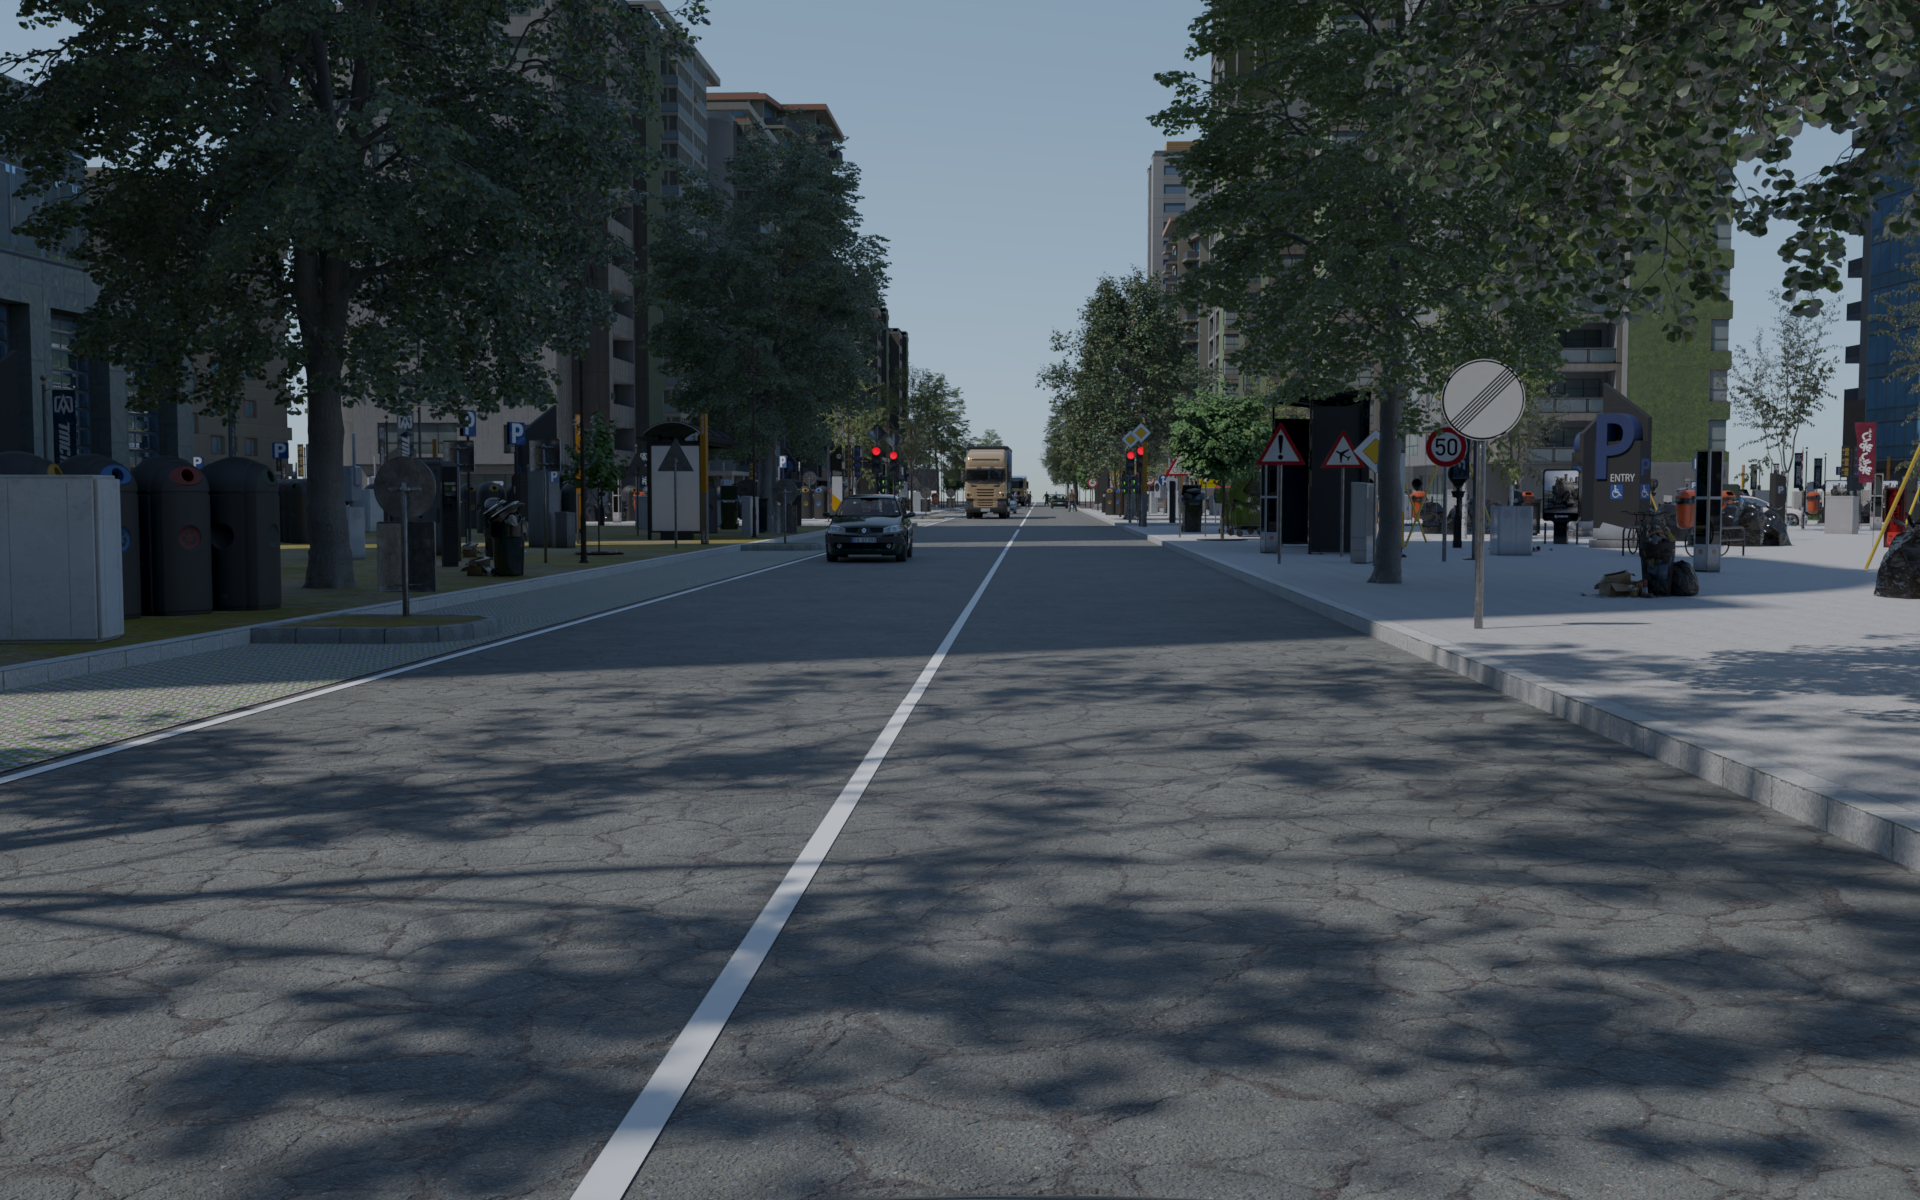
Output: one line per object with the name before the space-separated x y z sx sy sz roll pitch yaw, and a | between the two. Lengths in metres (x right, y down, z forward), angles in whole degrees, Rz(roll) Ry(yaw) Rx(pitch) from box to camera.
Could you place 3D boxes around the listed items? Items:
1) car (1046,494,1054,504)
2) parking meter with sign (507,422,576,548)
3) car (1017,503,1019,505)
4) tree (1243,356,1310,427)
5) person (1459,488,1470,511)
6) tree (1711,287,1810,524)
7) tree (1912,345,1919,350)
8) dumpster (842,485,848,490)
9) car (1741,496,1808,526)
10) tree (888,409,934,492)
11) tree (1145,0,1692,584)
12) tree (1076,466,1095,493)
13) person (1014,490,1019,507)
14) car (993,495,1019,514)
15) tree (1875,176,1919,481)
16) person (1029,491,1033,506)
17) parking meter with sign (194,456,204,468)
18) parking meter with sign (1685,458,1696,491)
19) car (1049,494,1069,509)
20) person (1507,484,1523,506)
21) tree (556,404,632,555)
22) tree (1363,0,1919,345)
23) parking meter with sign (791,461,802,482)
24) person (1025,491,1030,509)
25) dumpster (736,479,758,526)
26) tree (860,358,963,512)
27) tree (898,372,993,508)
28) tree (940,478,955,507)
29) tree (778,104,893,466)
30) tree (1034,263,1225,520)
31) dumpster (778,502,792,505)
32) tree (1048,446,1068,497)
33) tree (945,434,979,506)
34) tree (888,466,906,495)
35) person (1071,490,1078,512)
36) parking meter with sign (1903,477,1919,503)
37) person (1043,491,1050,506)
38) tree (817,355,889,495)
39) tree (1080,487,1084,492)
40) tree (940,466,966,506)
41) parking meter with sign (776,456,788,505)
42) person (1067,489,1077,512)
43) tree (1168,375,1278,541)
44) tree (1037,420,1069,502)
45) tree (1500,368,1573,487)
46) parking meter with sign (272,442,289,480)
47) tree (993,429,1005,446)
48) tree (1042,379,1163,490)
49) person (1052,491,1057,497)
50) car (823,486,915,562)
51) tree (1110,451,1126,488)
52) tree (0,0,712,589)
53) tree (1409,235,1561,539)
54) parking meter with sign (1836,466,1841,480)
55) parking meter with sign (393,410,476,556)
car | 13.519 -14.797 253.730 2.131 1.459 4.920 0 4 2
parking meter with sign | -10.009 -2.772 41.582 1.738 3.016 0.543 2 4 28
car | 6.844 -13.287 227.465 2.015 1.641 3.980 0 4 3
tree | 16.459 -8.534 89.894 4.737 8.622 4.395 0 3 0
person | 20.993 -3.872 72.234 0.576 1.772 0.534 2 4 29
tree | 28.408 -6.685 59.667 4.360 8.622 3.978 0 3 0
tree | 31.879 -8.077 50.194 7.486 12.596 7.792 0 3 0
dumpster | -7.284 -6.291 108.618 1.264 1.857 1.865 0 4 3
car | 32.475 -3.626 71.647 4.827 1.381 2.083 0 4 4
tree | -3.527 -11.388 136.558 4.360 8.622 3.978 0 3 0
tree | 6.362 -6.537 25.008 7.486 12.596 7.792 0 3 0
tree | 11.996 -10.634 157.585 4.285 4.588 4.351 0 3 0
person | 6.242 -11.076 189.455 0.599 1.838 0.709 2 4 32
car | 3.277 -7.030 126.942 2.014 1.417 4.499 0 4 1
tree | 21.606 -5.319 37.332 4.360 8.622 3.978 0 3 0
person | 8.741 -12.622 214.863 0.705 1.824 1.348 -1 4 -18
parking meter with sign | -35.406 -5.191 81.126 0.543 3.016 1.738 0 4 -5
parking meter with sign | 35.840 -5.415 84.791 0.543 3.016 1.738 0 4 5
car | 9.920 -9.977 172.916 2.009 1.686 4.222 0 4 2
person | 23.024 -3.887 71.823 0.659 1.850 0.755 1 4 14
tree | -7.593 -2.580 36.789 1.663 3.219 1.824 0 3 0
tree | 6.125 -6.279 9.319 9.857 13.997 8.962 0 3 0
parking meter with sign | -9.325 -5.866 92.175 1.738 3.016 0.543 -1 4 -12
person | 6.685 -9.920 171.226 0.617 1.759 0.750 0 4 -4
dumpster | -8.294 -3.870 69.034 1.264 1.857 1.865 0 4 3
tree | -3.575 -11.341 119.830 8.767 10.594 7.601 2 4 34
tree | -2.466 -14.896 161.682 7.486 12.596 7.792 0 3 0
tree | -1.121 -11.161 177.081 1.663 3.219 1.824 0 3 0
tree | -6.659 -9.281 58.398 9.857 13.997 8.962 0 3 0
tree | 8.534 -10.363 86.444 9.611 12.733 9.660 0 3 0
dumpster | -8.486 -4.750 83.428 1.264 1.857 1.865 0 4 3
tree | 18.621 -22.779 298.190 9.928 11.665 9.643 0 3 0
tree | -0.032 -14.455 186.698 4.737 8.622 4.395 0 3 0
tree | -4.387 -6.882 107.115 1.663 3.219 1.824 0 3 0
person | 9.349 -8.106 141.615 0.643 1.750 0.593 0 4 -1
parking meter with sign | 69.681 -7.982 126.771 1.738 3.016 0.543 0 4 -8
person | 10.474 -12.260 209.500 0.990 1.755 0.434 1 4 19
tree | -5.373 -8.341 86.742 4.737 8.622 4.395 0 3 0
tree | 13.875 -13.892 177.499 4.360 8.622 3.978 0 3 0
tree | -0.567 -12.106 181.639 4.285 4.588 4.351 0 3 0
parking meter with sign | -8.613 -5.006 78.103 1.738 3.016 0.543 -3 5 -43
person | 9.101 -8.052 140.063 0.836 1.842 0.656 2 4 32
tree | 7.234 -3.925 47.884 4.285 4.588 4.351 0 3 0
tree | 17.705 -22.843 283.852 12.009 13.543 11.850 0 3 0
tree | 27.310 -8.194 84.333 4.360 8.622 3.978 0 3 0
parking meter with sign | -22.954 -3.752 57.605 0.543 3.016 1.738 0 4 4
tree | 5.221 -23.411 300.890 7.486 12.596 7.792 0 3 0
tree | 10.710 -11.399 120.793 7.601 10.594 8.767 2 4 24
person | 12.653 -13.442 228.351 1.350 1.814 0.705 0 4 -8
car | -1.954 -1.723 37.960 2.009 1.686 4.222 0 4 1
tree | 11.543 -10.881 128.271 4.737 8.622 4.395 0 3 0
tree | -8.563 -7.143 23.437 9.857 13.997 8.962 0 3 0
tree | 14.425 -6.030 48.955 4.737 8.622 4.395 0 3 0
parking meter with sign | 55.502 -6.864 108.482 0.543 3.016 1.738 0 4 2
parking meter with sign | -11.015 -2.442 36.185 1.738 3.016 0.543 1 4 13
